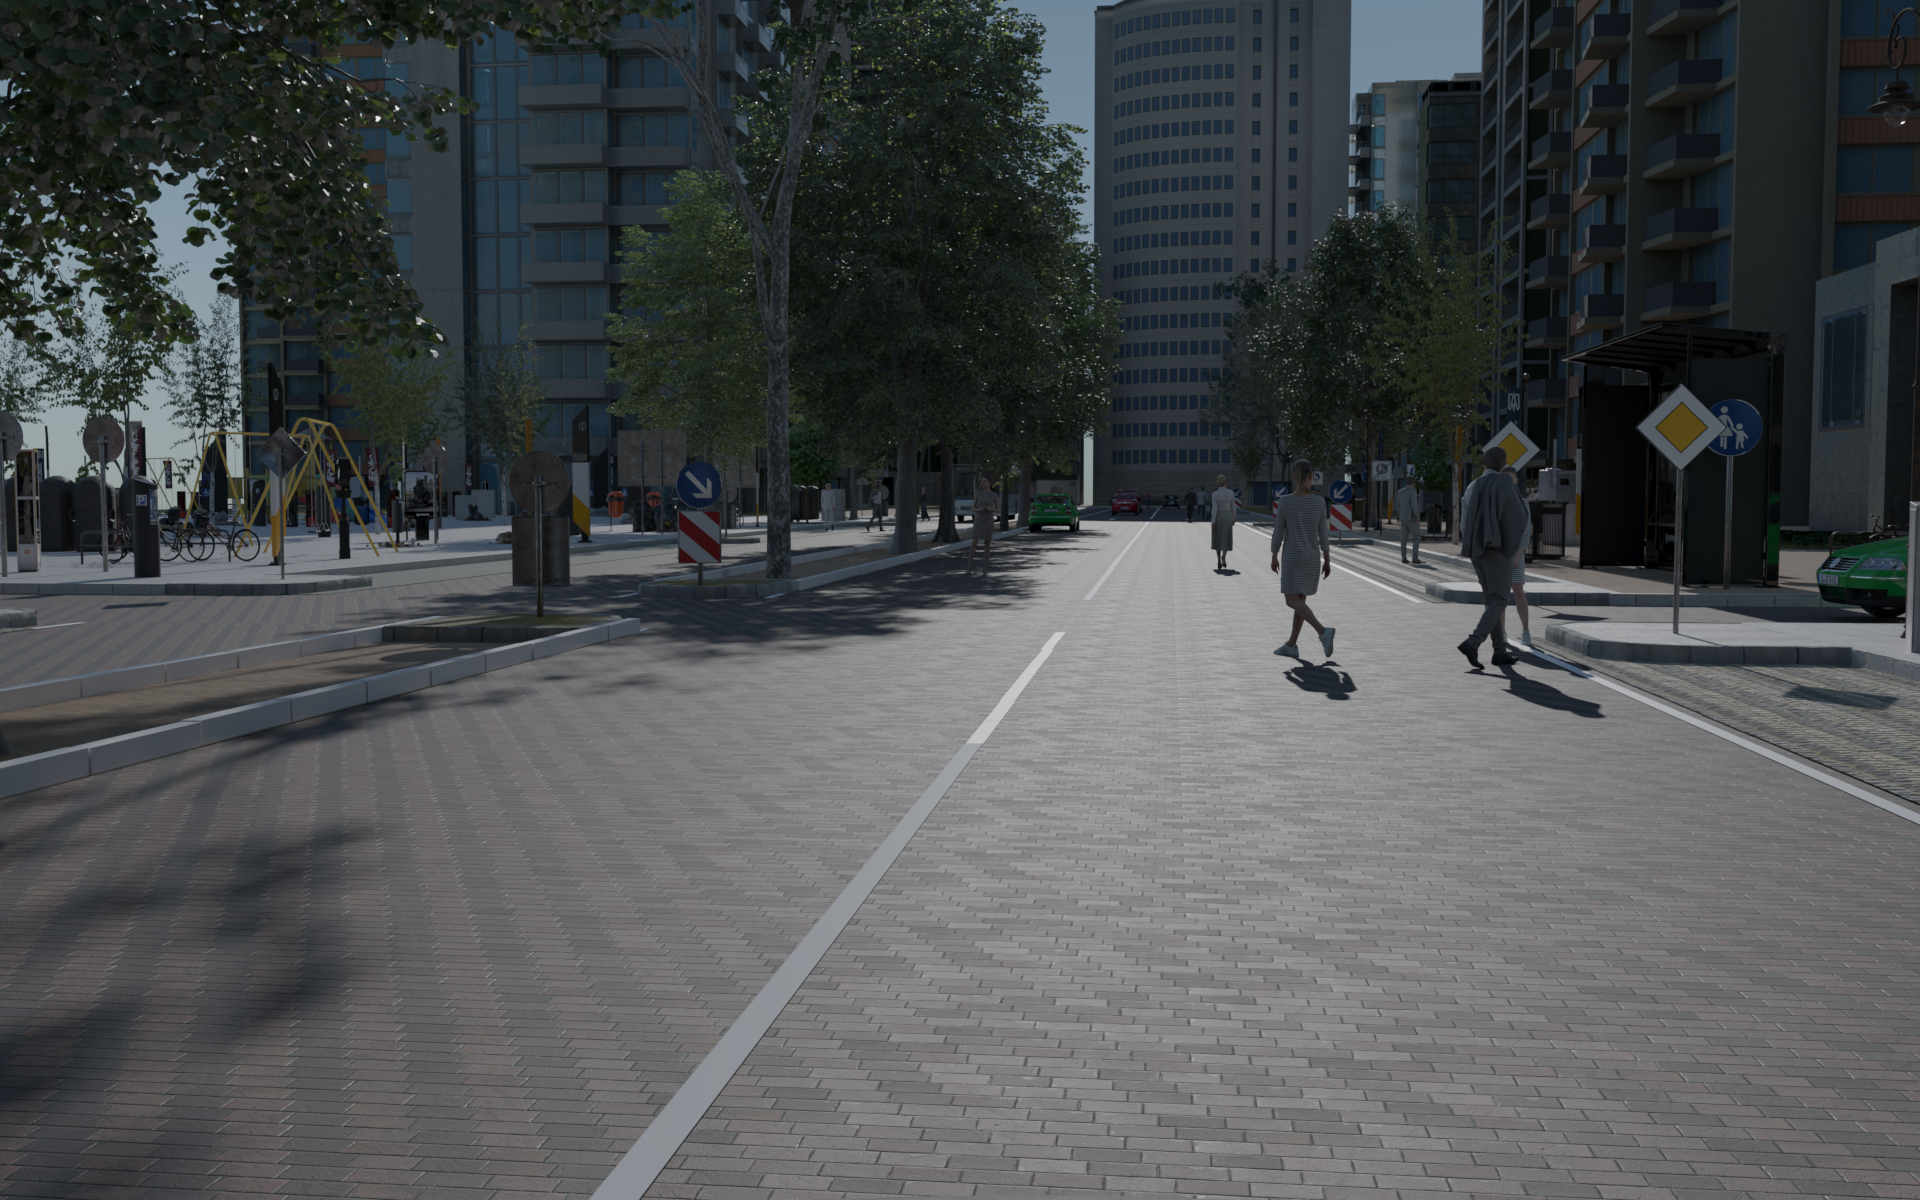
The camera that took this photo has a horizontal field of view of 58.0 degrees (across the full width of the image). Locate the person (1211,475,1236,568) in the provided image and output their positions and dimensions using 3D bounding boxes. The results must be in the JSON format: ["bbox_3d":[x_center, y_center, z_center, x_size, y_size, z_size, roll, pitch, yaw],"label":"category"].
[{"bbox_3d":[5.078,-1.511,33.436,0.478,1.798,0.641,1,4,13],"label":"person"}]

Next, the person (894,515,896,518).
[{"bbox_3d":[-2.338,-3.806,71.089,0.694,1.780,0.624,-2,4,-24],"label":"person"}]

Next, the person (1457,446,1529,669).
[{"bbox_3d":[4.427,-0.352,14.353,0.850,1.850,0.679,-2,4,-34],"label":"person"}]

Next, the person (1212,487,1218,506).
[{"bbox_3d":[14.225,-5.353,96.252,0.478,1.798,0.641,3,5,43],"label":"person"}]

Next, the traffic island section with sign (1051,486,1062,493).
[{"bbox_3d":[5.480,-5.586,99.468,2.006,1.907,1.989,0,4,7],"label":"traffic island section with sign"}]

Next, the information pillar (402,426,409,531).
[{"bbox_3d":[-19.093,-4.174,59.600,0.183,3.616,0.504,-2,4,-24],"label":"information pillar"}]

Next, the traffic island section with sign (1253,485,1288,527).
[{"bbox_3d":[13.958,-4.146,76.420,1.989,1.847,2.006,0,4,7],"label":"traffic island section with sign"}]

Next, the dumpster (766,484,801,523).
[{"bbox_3d":[-7.958,-4.426,78.121,1.264,1.857,1.865,0,4,7],"label":"dumpster"}]

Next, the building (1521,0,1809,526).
[{"bbox_3d":[39.114,-26.053,80.585,22.147,44.769,28.867,0,4,7],"label":"building"}]

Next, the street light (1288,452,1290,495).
[{"bbox_3d":[18.582,-7.644,97.765,0.468,5.910,1.993,0,4,7],"label":"street light"}]

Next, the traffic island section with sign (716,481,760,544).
[{"bbox_3d":[-6.894,-2.555,50.407,1.989,1.847,2.006,0,4,7],"label":"traffic island section with sign"}]

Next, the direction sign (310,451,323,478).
[{"bbox_3d":[-34.183,-6.115,91.977,0.379,3.537,0.876,2,4,35],"label":"direction sign"}]

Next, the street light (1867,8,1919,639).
[{"bbox_3d":[8.469,-2.596,15.235,0.468,5.910,1.993,0,4,7],"label":"street light"}]

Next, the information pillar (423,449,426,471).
[{"bbox_3d":[-28.198,-6.108,91.221,0.183,3.616,0.504,-1,4,-9],"label":"information pillar"}]

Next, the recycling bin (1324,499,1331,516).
[{"bbox_3d":[20.275,-5.138,96.556,0.722,1.027,0.722,0,4,1],"label":"recycling bin"}]

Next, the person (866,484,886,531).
[{"bbox_3d":[-3.235,-3.533,66.357,0.850,1.850,0.679,2,4,27],"label":"person"}]

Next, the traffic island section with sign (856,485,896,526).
[{"bbox_3d":[-3.550,-4.240,77.948,1.989,1.847,2.006,0,4,7],"label":"traffic island section with sign"}]

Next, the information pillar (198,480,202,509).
[{"bbox_3d":[-39.538,-5.257,90.440,0.304,2.012,0.304,0,4,6],"label":"information pillar"}]

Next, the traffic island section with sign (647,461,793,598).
[{"bbox_3d":[-3.569,-1.024,24.874,2.006,1.907,1.989,0,4,7],"label":"traffic island section with sign"}]

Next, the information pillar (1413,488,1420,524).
[{"bbox_3d":[19.140,-4.180,72.829,0.304,2.012,0.304,-1,4,-9],"label":"information pillar"}]

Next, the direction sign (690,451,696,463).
[{"bbox_3d":[-13.677,-5.920,88.795,0.379,3.537,0.876,1,4,12],"label":"direction sign"}]

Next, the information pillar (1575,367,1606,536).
[{"bbox_3d":[11.574,-2.471,31.759,0.504,3.616,0.183,1,4,11],"label":"information pillar"}]

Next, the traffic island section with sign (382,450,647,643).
[{"bbox_3d":[-4.472,-0.574,17.522,2.006,1.907,1.989,0,4,7],"label":"traffic island section with sign"}]

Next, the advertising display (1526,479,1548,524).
[{"bbox_3d":[24.576,-4.199,73.859,0.974,1.923,0.123,3,4,37],"label":"advertising display"}]

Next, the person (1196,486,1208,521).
[{"bbox_3d":[12.743,-5.079,91.381,0.661,1.843,0.795,1,4,22],"label":"person"}]

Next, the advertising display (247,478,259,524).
[{"bbox_3d":[-29.145,-4.050,71.437,0.123,1.923,0.974,0,4,0],"label":"advertising display"}]

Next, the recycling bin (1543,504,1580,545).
[{"bbox_3d":[15.201,-1.901,43.638,0.722,1.027,0.722,-2,4,-27],"label":"recycling bin"}]

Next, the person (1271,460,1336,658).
[{"bbox_3d":[3.034,-0.362,15.175,0.466,1.731,0.760,-3,4,-38],"label":"person"}]

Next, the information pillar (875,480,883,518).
[{"bbox_3d":[-4.382,-5.458,93.738,0.304,2.012,0.304,1,4,20],"label":"information pillar"}]

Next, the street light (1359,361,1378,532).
[{"bbox_3d":[13.890,-5.274,59.016,0.468,5.910,1.993,0,4,7],"label":"street light"}]

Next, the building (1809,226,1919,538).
[{"bbox_3d":[38.529,-44.380,38.292,31.000,86.520,22.319,0,4,7],"label":"building"}]

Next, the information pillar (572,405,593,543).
[{"bbox_3d":[-9.968,-3.319,45.627,0.504,3.616,0.183,1,4,19],"label":"information pillar"}]

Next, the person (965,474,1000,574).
[{"bbox_3d":[0.403,-1.352,30.942,0.599,1.781,0.374,0,4,5],"label":"person"}]

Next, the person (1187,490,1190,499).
[{"bbox_3d":[21.170,-9.277,160.199,0.705,1.821,1.348,2,4,28],"label":"person"}]

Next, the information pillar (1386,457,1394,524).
[{"bbox_3d":[18.241,-5.015,73.346,0.183,3.616,0.504,2,4,28],"label":"information pillar"}]

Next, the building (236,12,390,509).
[{"bbox_3d":[-50.193,-30.904,159.902,28.867,44.769,22.147,0,4,7],"label":"building"}]

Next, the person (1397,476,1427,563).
[{"bbox_3d":[9.268,-1.658,35.704,0.391,1.810,0.635,-2,4,-34],"label":"person"}]

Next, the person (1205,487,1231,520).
[{"bbox_3d":[14.113,-5.214,93.971,1.509,1.804,0.699,1,4,14],"label":"person"}]

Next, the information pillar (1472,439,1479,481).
[{"bbox_3d":[21.817,-5.016,73.361,0.183,3.616,0.504,-1,4,-10],"label":"information pillar"}]

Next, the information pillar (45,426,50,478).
[{"bbox_3d":[-31.155,-4.147,59.160,0.183,3.616,0.504,-2,4,-30],"label":"information pillar"}]

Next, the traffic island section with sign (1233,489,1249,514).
[{"bbox_3d":[19.854,-7.117,124.998,1.989,1.847,2.006,0,4,7],"label":"traffic island section with sign"}]

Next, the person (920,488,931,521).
[{"bbox_3d":[-1.841,-4.960,90.011,0.534,1.772,0.576,-3,5,-40],"label":"person"}]

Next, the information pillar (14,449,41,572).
[{"bbox_3d":[-15.362,-1.471,28.537,0.304,2.012,0.304,-1,4,-17],"label":"information pillar"}]

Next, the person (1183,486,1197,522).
[{"bbox_3d":[11.681,-4.862,87.767,0.659,1.850,0.755,1,4,19],"label":"person"}]

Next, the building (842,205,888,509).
[{"bbox_3d":[-14.145,-23.772,160.376,14.107,30.474,14.160,0,4,7],"label":"building"}]

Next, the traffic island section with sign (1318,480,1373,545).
[{"bbox_3d":[10.676,-2.495,49.428,1.989,1.847,2.006,0,4,7],"label":"traffic island section with sign"}]

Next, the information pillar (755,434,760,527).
[{"bbox_3d":[-7.926,-4.671,67.727,0.183,3.616,0.504,0,4,-5],"label":"information pillar"}]

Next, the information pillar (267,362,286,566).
[{"bbox_3d":[-12.264,-2.431,31.097,0.183,3.616,0.504,0,4,0],"label":"information pillar"}]

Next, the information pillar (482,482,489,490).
[{"bbox_3d":[-28.020,-5.985,102.345,0.304,2.012,0.304,3,5,39],"label":"information pillar"}]

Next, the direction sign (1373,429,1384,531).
[{"bbox_3d":[14.746,-4.217,60.953,0.379,3.537,0.876,0,4,-2],"label":"direction sign"}]

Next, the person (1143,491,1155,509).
[{"bbox_3d":[18.358,-9.736,168.408,1.217,1.743,0.721,0,4,-2],"label":"person"}]

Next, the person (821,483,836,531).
[{"bbox_3d":[-5.009,-3.529,66.077,0.514,1.842,0.818,-1,4,-16],"label":"person"}]

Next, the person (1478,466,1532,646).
[{"bbox_3d":[5.238,-0.434,16.592,0.512,1.701,0.522,1,4,23],"label":"person"}]
